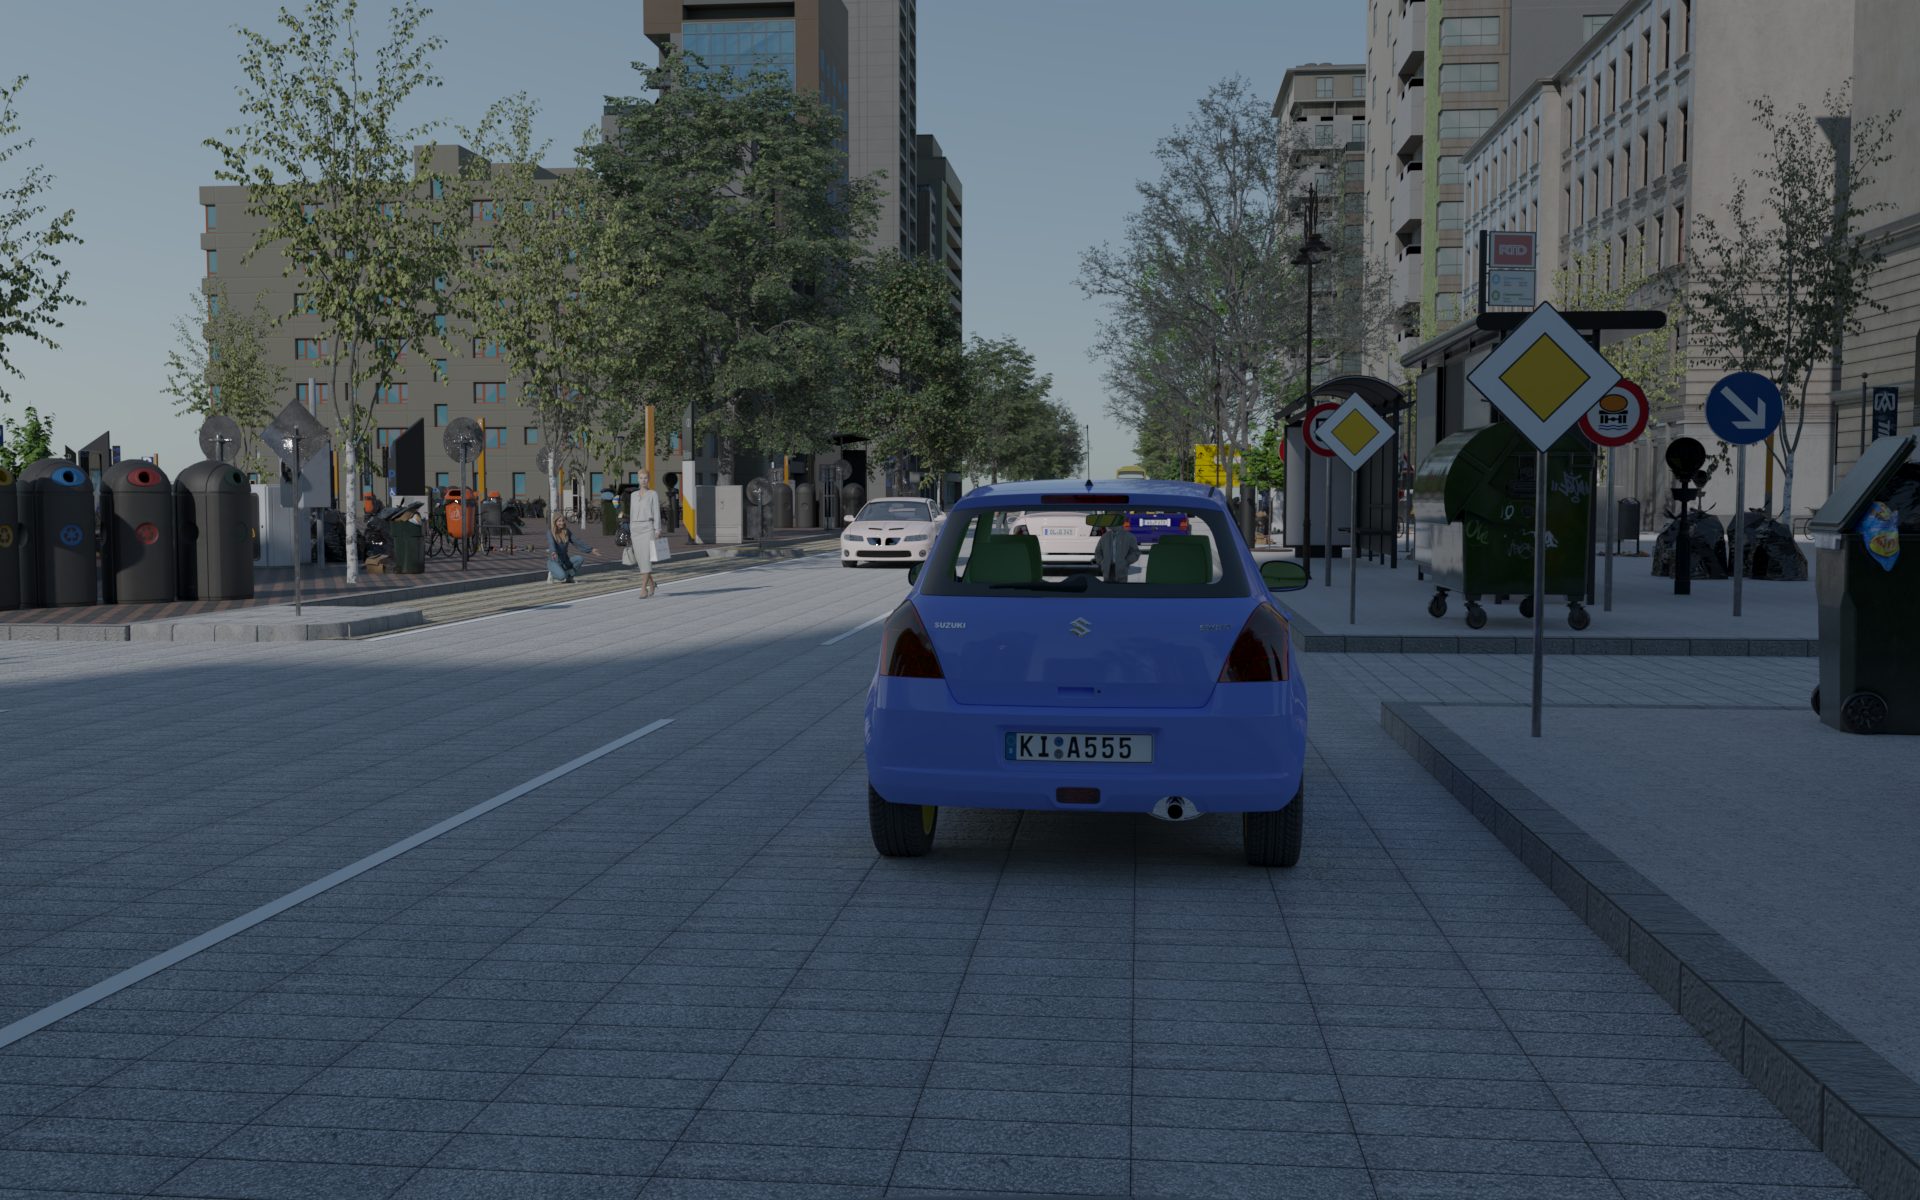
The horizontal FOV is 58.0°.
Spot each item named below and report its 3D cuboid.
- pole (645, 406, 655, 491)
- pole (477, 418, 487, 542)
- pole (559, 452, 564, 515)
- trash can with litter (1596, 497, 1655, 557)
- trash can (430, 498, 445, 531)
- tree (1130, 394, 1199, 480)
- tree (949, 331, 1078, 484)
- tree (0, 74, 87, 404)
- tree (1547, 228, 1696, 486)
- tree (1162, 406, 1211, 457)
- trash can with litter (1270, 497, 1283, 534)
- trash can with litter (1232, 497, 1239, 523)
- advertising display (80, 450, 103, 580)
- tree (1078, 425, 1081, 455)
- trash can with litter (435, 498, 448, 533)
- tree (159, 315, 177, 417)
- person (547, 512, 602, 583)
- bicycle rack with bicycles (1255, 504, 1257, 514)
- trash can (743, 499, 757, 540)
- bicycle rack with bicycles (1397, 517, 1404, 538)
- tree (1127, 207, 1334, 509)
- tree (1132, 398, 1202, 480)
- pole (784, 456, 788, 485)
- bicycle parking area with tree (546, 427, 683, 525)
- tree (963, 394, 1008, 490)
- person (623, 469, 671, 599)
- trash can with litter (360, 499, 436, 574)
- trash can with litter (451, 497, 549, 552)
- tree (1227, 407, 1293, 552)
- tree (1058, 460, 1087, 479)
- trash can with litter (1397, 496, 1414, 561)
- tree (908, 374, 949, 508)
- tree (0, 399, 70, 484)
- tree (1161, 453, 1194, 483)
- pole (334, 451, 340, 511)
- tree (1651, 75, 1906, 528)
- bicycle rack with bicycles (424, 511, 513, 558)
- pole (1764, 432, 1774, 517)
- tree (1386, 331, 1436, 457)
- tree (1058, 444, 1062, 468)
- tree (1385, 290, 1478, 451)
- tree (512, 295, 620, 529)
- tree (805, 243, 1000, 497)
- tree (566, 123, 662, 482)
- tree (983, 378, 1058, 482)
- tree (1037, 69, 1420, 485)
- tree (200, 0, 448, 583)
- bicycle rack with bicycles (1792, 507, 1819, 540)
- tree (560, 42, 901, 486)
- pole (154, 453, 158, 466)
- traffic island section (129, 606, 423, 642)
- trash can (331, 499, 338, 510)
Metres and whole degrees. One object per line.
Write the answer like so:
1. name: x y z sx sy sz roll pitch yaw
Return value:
1. pole: -7.204 -2.840 40.284 0.158 3.312 0.155 0 3 0
2. pole: -12.798 -3.214 46.392 0.158 3.312 0.155 0 3 0
3. pole: -19.136 -5.458 83.086 0.158 3.312 0.155 0 3 0
4. trash can with litter: 13.684 -1.527 36.022 1.678 1.210 2.233 -2 4 -26
5. trash can: -17.151 -2.797 57.388 0.748 1.137 0.748 0 3 0
6. tree: 21.195 -15.917 178.377 7.486 12.596 7.792 0 3 0
7. tree: 2.810 -14.028 136.017 9.857 13.997 8.962 0 3 0
8. tree: -16.811 -4.785 28.592 4.737 8.622 4.395 0 3 0
9. tree: 18.278 -6.025 48.874 4.737 8.622 4.395 0 3 0
10. tree: 18.809 -11.862 144.313 4.737 8.622 4.395 0 3 0
11. trash can with litter: 10.266 -2.773 56.390 1.678 1.210 2.233 2 4 27
12. trash can with litter: 11.897 -3.950 75.964 1.055 1.170 0.624 -2 4 -32
13. advertising display: -12.956 -1.264 25.884 0.123 1.923 0.974 -1 4 -16
14. tree: 12.138 -19.952 232.876 9.857 13.997 8.962 0 3 0
15. trash can with litter: -16.455 -2.722 55.884 1.055 1.170 0.624 1 4 18
16. tree: -24.339 -6.585 58.028 4.737 8.622 4.395 0 3 0
17. person: -6.226 -0.835 27.650 1.012 1.151 0.738 -3 5 -41
18. bicycle rack with bicycles: 14.328 -4.728 90.685 2.925 0.926 2.852 1 4 19
19. trash can: -5.979 -2.245 48.353 0.748 1.137 0.748 0 3 0
20. bicycle rack with bicycles: 11.618 -2.331 51.501 2.852 0.926 2.925 0 4 -6
21. tree: 9.916 -8.466 64.167 9.928 11.665 9.643 0 3 0
22. tree: 23.931 -16.928 193.781 9.611 12.733 9.660 0 3 0
23. pole: -9.213 -5.998 91.916 0.158 3.312 0.155 0 3 0
24. bicycle parking area with tree: -13.390 -5.453 76.158 9.016 4.147 8.231 3 5 41
25. tree: 1.151 -10.479 121.701 4.360 8.622 3.978 0 3 0
26. person: -4.311 -0.923 23.937 0.694 1.780 0.624 3 4 36
27. trash can with litter: -9.113 -1.008 27.875 1.055 1.170 0.624 0 4 -1
28. trash can with litter: -10.240 -1.701 38.865 2.233 1.210 1.678 1 4 19
29. tree: 6.930 -2.703 38.795 1.663 3.219 1.824 0 3 0
30. tree: 14.712 -19.447 252.366 8.767 10.594 7.601 -2 4 -29
31. trash can with litter: 9.680 -1.400 33.944 2.233 1.210 1.678 1 4 13
32. tree: -1.479 -9.265 101.839 4.737 8.622 4.395 0 3 0
33. tree: -18.529 -2.459 34.804 1.663 3.219 1.824 0 3 0
34. tree: 15.887 -8.441 121.719 4.285 4.588 4.351 0 3 0
35. pole: -29.721 -5.429 82.609 0.158 3.312 0.155 0 3 0
36. tree: 14.935 -4.951 31.307 4.360 8.622 3.978 0 3 0
37. bicycle rack with bicycles: -10.577 -1.380 35.937 2.852 0.926 2.925 -3 5 -40
38. pole: 18.710 -2.826 40.054 0.158 3.312 0.155 0 3 0
39. tree: 21.078 -7.753 77.126 4.360 8.622 3.978 0 3 0
40. tree: 6.869 -16.295 184.548 7.486 12.596 7.792 0 3 0
41. tree: 17.261 -6.811 61.721 4.737 8.622 4.395 0 3 0
42. tree: -14.045 -6.907 63.289 4.360 8.622 3.978 0 3 0
43. tree: -2.702 -9.917 79.155 9.611 12.733 9.660 0 3 0
44. tree: -7.517 -4.989 31.934 4.737 8.622 4.395 0 3 0
45. tree: 5.183 -15.236 167.234 7.486 12.596 7.792 0 3 0
46. tree: 8.340 -8.616 51.239 12.009 13.543 11.850 0 3 0
47. tree: -8.573 -4.558 24.890 4.737 8.622 4.395 0 3 0
48. bicycle rack with bicycles: 24.498 -2.103 47.758 2.925 0.926 2.852 -3 4 -38
49. tree: -6.703 -8.775 50.120 9.857 13.997 8.962 0 3 0
50. pole: -40.331 -5.695 86.960 0.158 3.312 0.155 0 3 0
51. traffic island section: -6.989 0.247 18.239 2.009 0.180 2.903 0 4 6
52. trash can: -20.371 -2.696 55.741 0.748 1.137 0.748 0 3 0
